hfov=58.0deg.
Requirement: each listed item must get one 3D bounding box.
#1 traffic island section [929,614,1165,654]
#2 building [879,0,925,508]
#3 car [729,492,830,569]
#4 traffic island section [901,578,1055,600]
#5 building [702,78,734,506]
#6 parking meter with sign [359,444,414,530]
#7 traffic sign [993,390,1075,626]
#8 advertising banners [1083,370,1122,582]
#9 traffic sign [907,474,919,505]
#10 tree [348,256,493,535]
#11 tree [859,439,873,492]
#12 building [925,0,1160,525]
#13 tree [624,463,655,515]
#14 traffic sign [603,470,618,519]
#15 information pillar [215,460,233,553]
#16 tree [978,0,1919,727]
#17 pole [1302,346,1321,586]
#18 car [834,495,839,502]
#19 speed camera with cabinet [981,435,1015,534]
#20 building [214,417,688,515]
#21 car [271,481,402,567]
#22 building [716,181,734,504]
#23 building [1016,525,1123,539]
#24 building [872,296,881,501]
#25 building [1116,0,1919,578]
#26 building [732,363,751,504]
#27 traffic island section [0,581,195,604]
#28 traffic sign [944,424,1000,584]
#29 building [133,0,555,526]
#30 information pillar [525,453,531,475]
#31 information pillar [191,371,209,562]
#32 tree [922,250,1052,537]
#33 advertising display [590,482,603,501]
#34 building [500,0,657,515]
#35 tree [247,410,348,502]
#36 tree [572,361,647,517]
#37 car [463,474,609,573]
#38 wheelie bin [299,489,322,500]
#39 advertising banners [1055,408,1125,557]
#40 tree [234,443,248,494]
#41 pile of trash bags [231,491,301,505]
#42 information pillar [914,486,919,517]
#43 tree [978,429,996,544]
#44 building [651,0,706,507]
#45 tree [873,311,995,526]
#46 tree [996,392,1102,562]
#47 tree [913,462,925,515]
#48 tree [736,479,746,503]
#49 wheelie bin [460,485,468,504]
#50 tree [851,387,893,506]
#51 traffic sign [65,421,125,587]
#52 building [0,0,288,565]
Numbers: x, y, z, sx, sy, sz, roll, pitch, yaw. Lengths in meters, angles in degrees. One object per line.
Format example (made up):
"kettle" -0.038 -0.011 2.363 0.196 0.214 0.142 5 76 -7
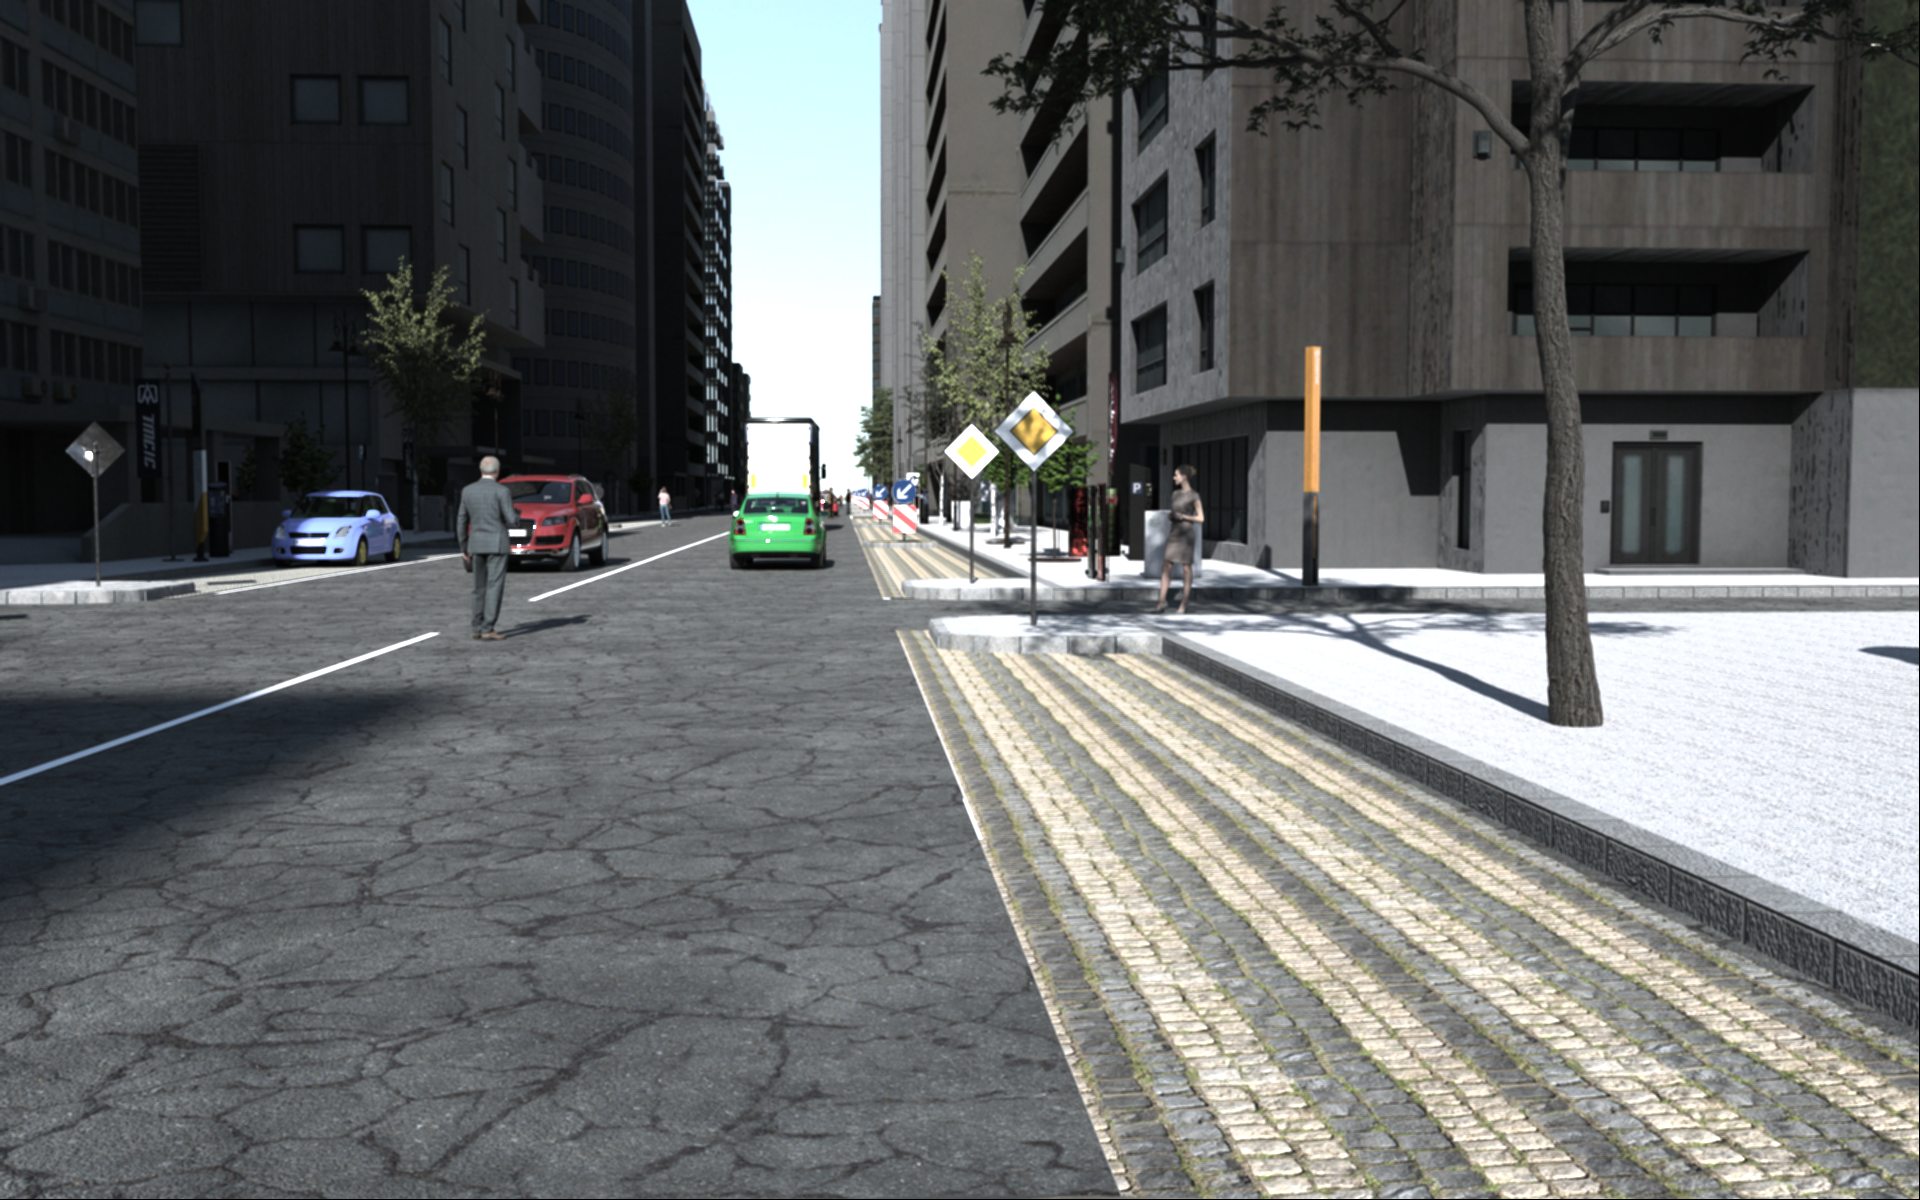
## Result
"traffic island section" 0.735 0.330 16.886 2.009 0.180 2.903 0 4 -4
"building" 1.014 -40.642 206.487 21.231 58.520 28.212 0 4 -4
"car" -3.562 -1.561 34.324 1.959 1.807 4.718 0 4 -3
"traffic island section" 0.189 -0.157 24.852 2.009 0.180 2.903 0 4 -4
"building" -38.307 -35.311 196.940 23.786 49.044 30.456 0 4 -4
"parking meter with sign" -20.314 -3.985 61.421 1.738 3.016 0.543 -2 4 -34
"traffic sign" 0.712 -0.805 16.807 0.795 2.450 0.064 0 4 -4
"advertising banners" 2.086 -1.796 25.551 0.090 3.025 2.074 0 4 -6
"traffic sign" -2.283 -5.039 84.514 0.606 2.300 0.079 0 4 5
"tree" -16.987 -6.379 54.654 4.737 8.622 4.395 0 3 0
"tree" -9.101 -14.703 190.754 4.360 8.622 3.978 0 3 0
"building" 9.328 -28.472 89.224 21.300 48.544 21.600 0 4 -4
"tree" -19.881 -6.948 108.208 1.663 3.219 1.824 0 3 0
"traffic sign" -18.183 -5.502 90.057 0.768 2.556 0.104 0 4 5
"information pillar" -15.904 -2.015 37.438 0.304 2.012 0.304 -1 4 -23
"tree" 3.149 -4.594 9.533 7.601 10.594 8.767 2 4 31
"pole" 4.889 -1.849 24.071 0.158 3.312 0.155 0 3 0
"car" -11.433 -8.460 150.321 2.014 1.417 4.499 0 4 -4
"speed camera with cabinet" 1.244 -3.832 56.983 0.660 3.252 2.038 1 4 18
"building" -38.534 -27.257 137.534 32.217 40.220 23.993 0 4 -4
"car" -12.562 -1.552 34.959 1.945 1.707 3.694 0 4 -2
"building" -36.361 -32.797 219.821 14.154 41.232 14.086 0 4 -4
"building" 13.610 -26.617 58.883 21.300 48.544 21.600 0 4 -4
"building" -5.778 -29.370 251.894 14.160 30.474 14.107 0 4 -4
"building" 10.968 -15.941 32.340 14.107 30.474 14.160 0 4 -4
"building" -43.739 -24.244 241.421 27.650 21.520 28.899 0 4 -4
"traffic island section" -11.974 -0.107 24.026 2.009 0.180 2.903 0 4 -4
"traffic sign" 0.166 -1.292 24.773 0.795 2.450 0.064 0 4 -4
"building" -33.573 -29.692 74.697 28.713 52.752 27.495 0 4 -4
"information pillar" -24.460 -6.534 98.190 0.183 3.616 0.504 1 4 16
"information pillar" -14.413 -2.537 32.830 0.183 3.616 0.504 -3 5 -42
"tree" 0.974 -6.210 51.904 4.737 8.622 4.395 0 3 0
"advertising display" -19.438 -5.313 92.073 0.974 1.923 0.123 -3 5 -42
"building" -31.887 -34.821 111.315 21.231 58.520 28.212 0 4 -4
"tree" -15.112 -2.764 39.794 1.663 3.219 1.824 0 3 0
"tree" -19.202 -8.927 96.325 4.737 8.622 4.395 0 3 0
"car" -8.094 -1.510 33.358 2.281 1.827 5.304 0 4 -2
"wheelie bin" -23.304 -3.324 62.259 0.693 1.594 0.980 -3 5 -41
"advertising banners" 2.466 -2.396 35.358 2.074 3.025 0.090 -2 4 -27
"tree" -22.905 -3.767 56.198 1.663 3.219 1.824 0 3 0
"pile of trash bags" -23.604 -3.041 59.473 3.447 1.369 1.912 -3 5 -42
"information pillar" -2.448 -5.666 97.125 0.304 2.012 0.304 -1 4 -12
"tree" 1.296 -3.065 44.716 1.663 3.219 1.824 0 3 0
"building" -35.387 -32.851 160.820 21.300 48.544 21.600 0 4 -4
"tree" -0.680 -7.325 70.133 4.360 8.622 3.978 0 3 0
"tree" 1.932 -2.348 32.989 1.663 3.219 1.824 0 3 0
"tree" -2.326 -6.690 103.988 1.663 3.219 1.824 0 3 0
"tree" -28.105 -14.121 225.479 1.663 3.219 1.824 0 3 0
"wheelie bin" -16.933 -3.195 60.149 0.980 1.594 0.693 2 4 28
"tree" -7.720 -16.245 183.728 7.486 12.596 7.792 0 3 0
"traffic sign" -11.951 -1.243 23.966 0.795 2.450 0.064 0 4 -4
"building" -32.665 -21.092 36.741 32.217 40.220 23.993 0 4 -4
